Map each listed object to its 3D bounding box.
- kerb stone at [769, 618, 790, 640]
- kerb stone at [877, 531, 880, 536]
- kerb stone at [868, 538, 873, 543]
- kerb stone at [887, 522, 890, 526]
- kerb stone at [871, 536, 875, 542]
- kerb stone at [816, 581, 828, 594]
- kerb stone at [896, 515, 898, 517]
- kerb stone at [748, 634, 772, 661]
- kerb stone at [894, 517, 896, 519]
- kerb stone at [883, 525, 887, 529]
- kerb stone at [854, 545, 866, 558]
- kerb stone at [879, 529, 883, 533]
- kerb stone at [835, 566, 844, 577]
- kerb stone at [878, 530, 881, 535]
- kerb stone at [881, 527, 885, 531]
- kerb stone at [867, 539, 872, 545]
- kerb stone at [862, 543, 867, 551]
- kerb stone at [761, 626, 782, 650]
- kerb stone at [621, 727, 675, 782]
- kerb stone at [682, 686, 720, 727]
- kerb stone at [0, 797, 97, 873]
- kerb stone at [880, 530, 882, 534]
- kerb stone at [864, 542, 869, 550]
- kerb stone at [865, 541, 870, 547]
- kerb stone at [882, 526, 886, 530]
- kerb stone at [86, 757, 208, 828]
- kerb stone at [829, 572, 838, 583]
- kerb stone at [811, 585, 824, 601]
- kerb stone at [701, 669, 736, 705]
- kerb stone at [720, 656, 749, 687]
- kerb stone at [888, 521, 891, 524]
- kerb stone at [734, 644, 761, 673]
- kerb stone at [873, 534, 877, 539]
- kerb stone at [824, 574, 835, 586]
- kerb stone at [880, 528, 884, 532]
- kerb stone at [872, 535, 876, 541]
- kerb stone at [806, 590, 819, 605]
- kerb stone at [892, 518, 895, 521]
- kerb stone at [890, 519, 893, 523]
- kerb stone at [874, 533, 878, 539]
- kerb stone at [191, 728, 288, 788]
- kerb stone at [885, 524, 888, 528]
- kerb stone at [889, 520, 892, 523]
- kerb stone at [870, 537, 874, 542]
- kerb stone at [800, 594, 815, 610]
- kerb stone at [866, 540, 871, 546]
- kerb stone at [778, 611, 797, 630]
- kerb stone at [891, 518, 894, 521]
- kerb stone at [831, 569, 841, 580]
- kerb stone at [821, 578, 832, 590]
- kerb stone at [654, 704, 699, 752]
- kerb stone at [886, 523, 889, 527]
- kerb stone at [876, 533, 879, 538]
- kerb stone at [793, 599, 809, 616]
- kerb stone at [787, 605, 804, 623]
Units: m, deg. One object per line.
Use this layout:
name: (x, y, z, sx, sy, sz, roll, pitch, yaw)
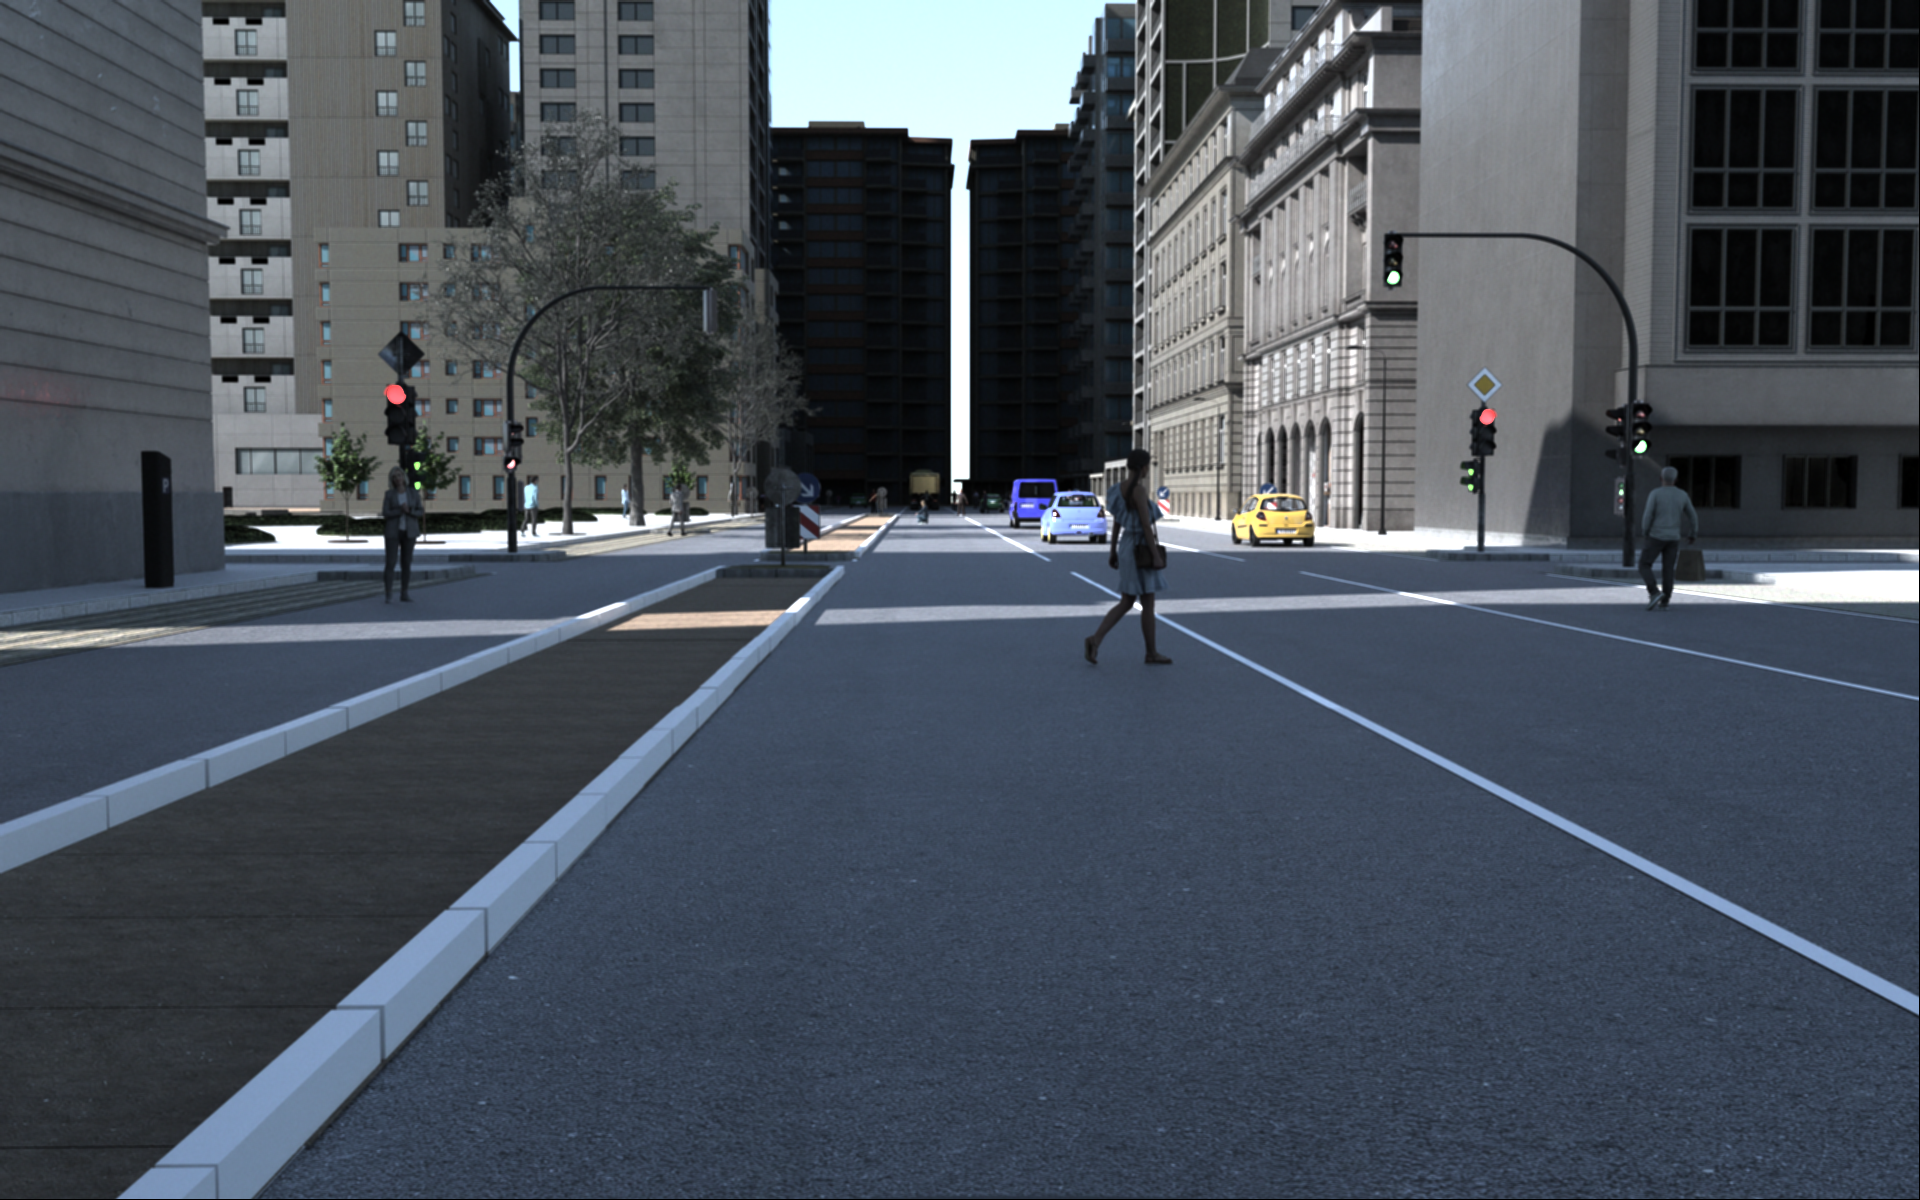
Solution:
kerb stone: (-1.807, 0.310, 17.119, 0.120, 0.150, 1.000, 0, 4, -1)
kerb stone: (-2.708, -2.045, 55.629, 0.120, 0.150, 1.000, 0, 4, -1)
kerb stone: (-2.522, -1.542, 47.427, 0.120, 0.150, 1.000, 0, 4, -1)
kerb stone: (-3.098, -3.047, 72.017, 0.120, 0.150, 1.000, 0, 4, -1)
kerb stone: (-2.573, -1.669, 49.475, 0.120, 0.150, 1.000, 0, 4, -1)
kerb stone: (-1.976, -0.128, 24.286, 0.120, 0.150, 1.000, 0, 4, -1)
kerb stone: (-3.651, -4.491, 95.621, 0.120, 0.150, 1.000, 0, 4, -1)
kerb stone: (-1.760, 0.435, 15.076, 0.120, 0.150, 1.000, 0, 4, -1)
kerb stone: (-3.488, -4.051, 88.452, 0.120, 0.150, 1.000, 0, 4, -1)
kerb stone: (-2.950, -2.672, 65.879, 0.120, 0.150, 1.000, 0, 4, -1)
kerb stone: (-2.382, -1.162, 41.277, 0.120, 0.150, 1.000, 0, 4, -1)
kerb stone: (-2.781, -2.229, 58.703, 0.120, 0.150, 1.000, 0, 4, -1)
kerb stone: (-2.088, -0.439, 29.425, 0.120, 0.150, 1.000, 0, 4, -1)
kerb stone: (-2.732, -2.107, 56.651, 0.120, 0.150, 1.000, 0, 4, -1)
kerb stone: (-2.851, -2.419, 61.776, 0.120, 0.150, 1.000, 0, 4, -1)
kerb stone: (-2.496, -1.480, 46.392, 0.120, 0.150, 1.000, 0, 4, -1)
kerb stone: (-2.400, -1.230, 42.299, 0.120, 0.150, 1.000, 0, 4, -1)
kerb stone: (-1.778, 0.374, 16.098, 0.120, 0.150, 1.000, 0, 4, -1)
kerb stone: (-1.617, 0.811, 8.941, 0.120, 0.150, 1.000, 0, 4, -1)
kerb stone: (-1.659, 0.693, 10.986, 0.120, 0.150, 1.000, 0, 4, -1)
kerb stone: (-3.666, 0.939, 6.846, 0.120, 0.150, 1.000, 0, 4, -1)
kerb stone: (-2.764, -2.170, 57.679, 0.120, 0.150, 1.000, 0, 4, -1)
kerb stone: (-2.425, -1.292, 43.321, 0.120, 0.150, 1.000, 0, 4, -1)
kerb stone: (-2.438, -1.349, 44.345, 0.120, 0.150, 1.000, 0, 4, -1)
kerb stone: (-2.906, -2.547, 63.831, 0.120, 0.150, 1.000, 0, 4, -1)
kerb stone: (-3.694, 0.876, 7.868, 0.120, 0.150, 1.000, 0, 4, -1)
kerb stone: (-2.050, -0.310, 27.364, 0.120, 0.150, 1.000, 0, 4, -1)
kerb stone: (-1.948, -0.065, 23.263, 0.120, 0.150, 1.000, 0, 4, -1)
kerb stone: (-1.683, 0.624, 12.008, 0.120, 0.150, 1.000, 0, 4, -1)
kerb stone: (-1.716, 0.564, 13.033, 0.120, 0.150, 1.000, 0, 4, -1)
kerb stone: (-3.145, -3.172, 74.078, 0.120, 0.150, 1.000, 0, 4, -1)
kerb stone: (-1.743, 0.498, 14.054, 0.120, 0.150, 1.000, 0, 4, -1)
kerb stone: (-2.613, -1.794, 51.520, 0.120, 0.150, 1.000, 0, 4, -1)
kerb stone: (-2.027, -0.252, 26.335, 0.120, 0.150, 1.000, 0, 4, -1)
kerb stone: (-2.825, -2.352, 60.751, 0.120, 0.150, 1.000, 0, 4, -1)
kerb stone: (-2.593, -1.731, 50.498, 0.120, 0.150, 1.000, 0, 4, -1)
kerb stone: (-1.928, 0.003, 22.232, 0.120, 0.150, 1.000, 0, 4, -1)
kerb stone: (-3.415, -3.860, 85.383, 0.120, 0.150, 1.000, 0, 4, -1)
kerb stone: (-3.295, -3.543, 80.256, 0.120, 0.150, 1.000, 0, 4, -1)
kerb stone: (-2.640, -1.856, 52.541, 0.120, 0.150, 1.000, 0, 4, -1)
kerb stone: (-3.709, 0.814, 8.890, 0.120, 0.150, 1.000, 0, 4, -1)
kerb stone: (-2.997, -2.791, 67.926, 0.120, 0.150, 1.000, 0, 4, -1)
kerb stone: (-3.219, -3.358, 77.150, 0.120, 0.150, 1.000, 0, 4, -1)
kerb stone: (-2.541, -1.605, 48.449, 0.120, 0.150, 1.000, 0, 4, -1)
kerb stone: (-1.903, 0.062, 21.211, 0.120, 0.150, 1.000, 0, 4, -1)
kerb stone: (-2.478, -1.413, 45.367, 0.120, 0.150, 1.000, 0, 4, -1)
kerb stone: (-1.831, 0.248, 18.141, 0.120, 0.150, 1.000, 0, 4, -1)
kerb stone: (-3.347, -3.673, 82.303, 0.120, 0.150, 1.000, 0, 4, -1)
kerb stone: (-2.069, -0.375, 28.392, 0.120, 0.150, 1.000, 0, 4, -1)
kerb stone: (-1.998, -0.191, 25.313, 0.120, 0.150, 1.000, 0, 4, -1)
kerb stone: (-1.639, 0.748, 9.963, 0.120, 0.150, 1.000, 0, 4, -1)
kerb stone: (-3.047, -2.917, 69.974, 0.120, 0.150, 1.000, 0, 4, -1)
kerb stone: (-2.664, -1.915, 53.581, 0.120, 0.150, 1.000, 0, 4, -1)
kerb stone: (-1.878, 0.123, 20.184, 0.120, 0.150, 1.000, 0, 4, -1)
kerb stone: (-1.850, 0.185, 19.163, 0.120, 0.150, 1.000, 0, 4, -1)
